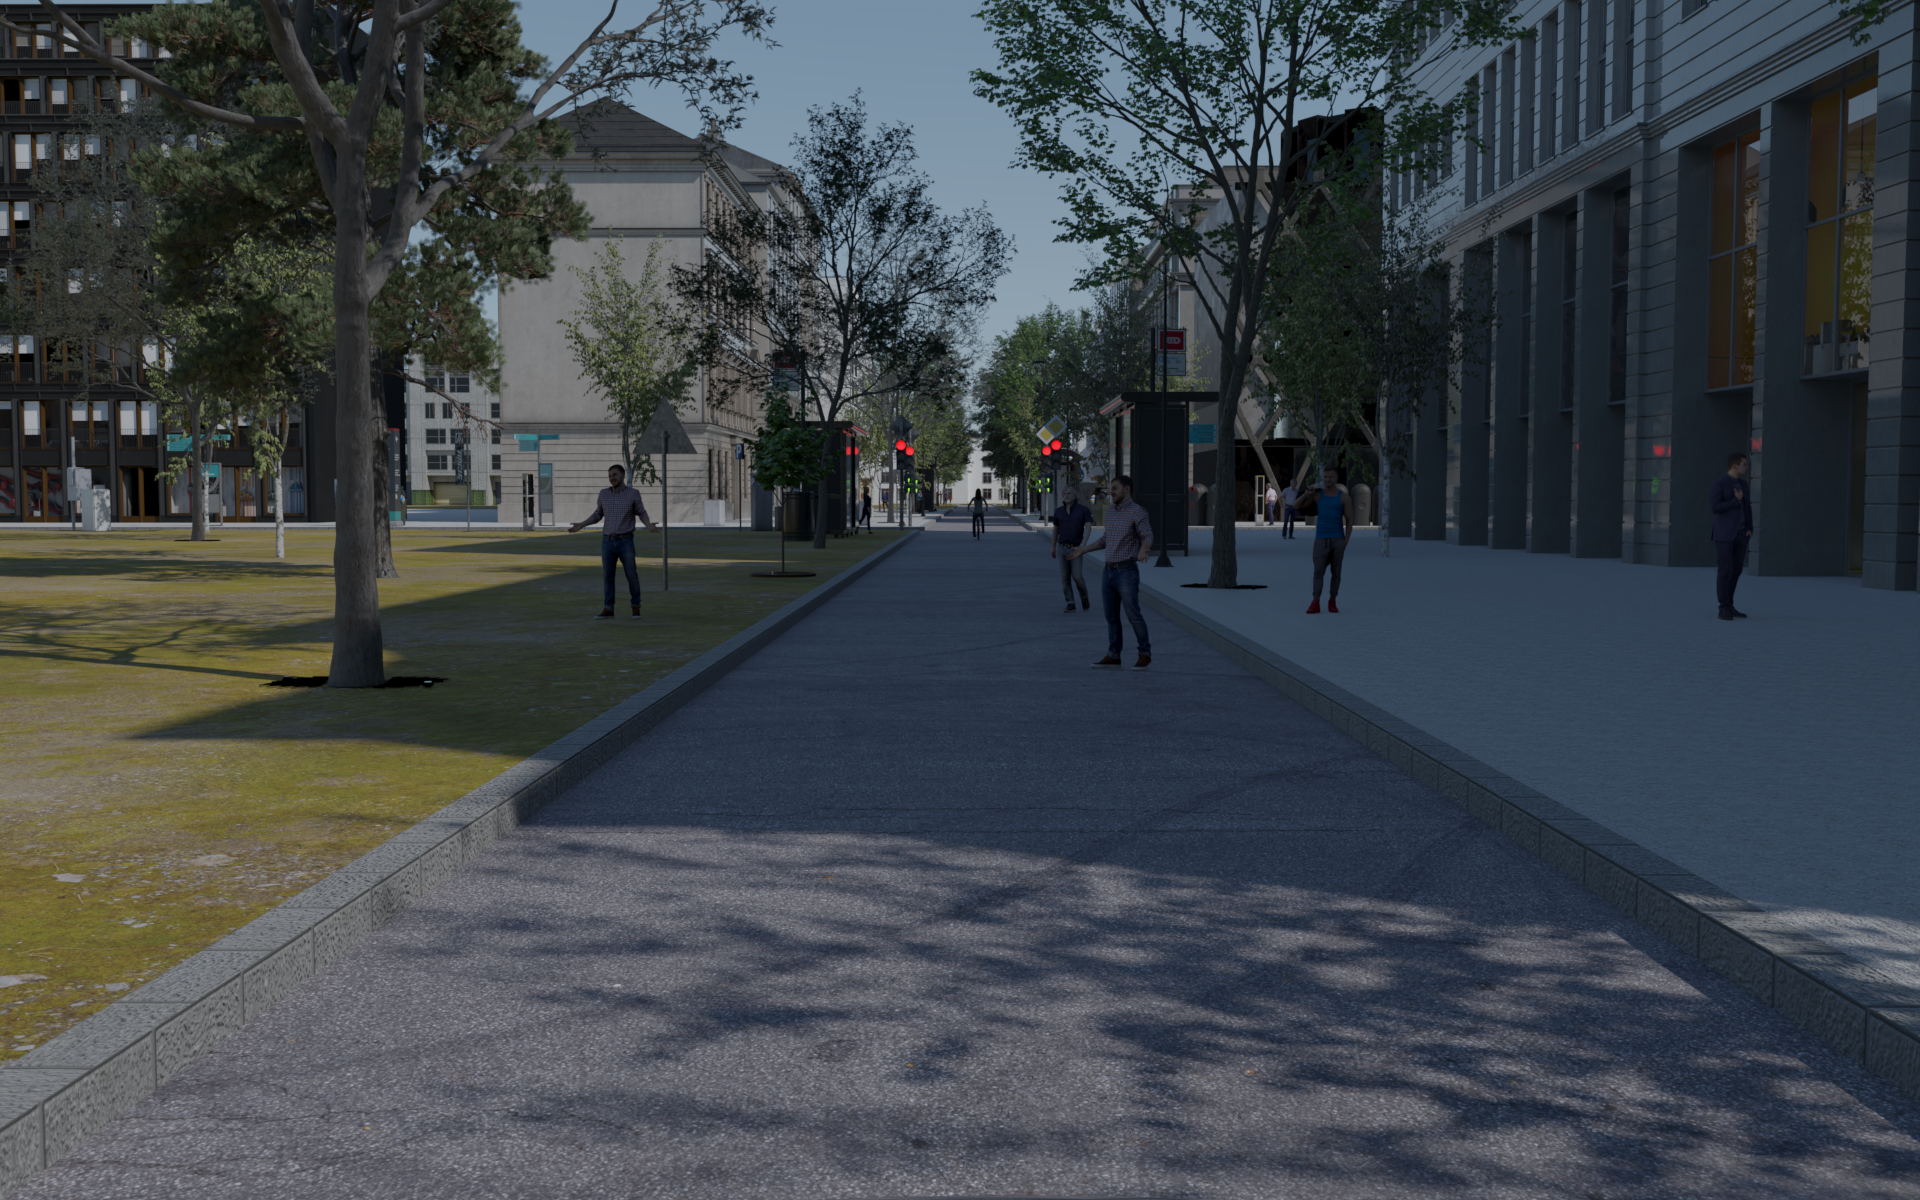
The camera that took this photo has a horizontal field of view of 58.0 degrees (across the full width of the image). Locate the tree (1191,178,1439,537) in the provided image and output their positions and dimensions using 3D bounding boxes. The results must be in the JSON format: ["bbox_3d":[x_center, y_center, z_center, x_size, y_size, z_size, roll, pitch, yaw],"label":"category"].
[{"bbox_3d":[8.776,-5.525,40.692,4.737,8.622,4.395,0,3,0],"label":"tree"}]

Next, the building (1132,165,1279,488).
[{"bbox_3d":[18.884,-16.605,113.291,13.314,21.916,24.055,0,4,0],"label":"building"}]

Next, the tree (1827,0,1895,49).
[{"bbox_3d":[7.126,-5.104,9.210,9.928,11.665,9.643,0,3,0],"label":"tree"}]

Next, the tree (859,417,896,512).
[{"bbox_3d":[-5.871,-10.740,125.958,4.360,8.622,3.978,0,3,0],"label":"tree"}]

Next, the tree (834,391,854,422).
[{"bbox_3d":[-6.812,-10.236,117.719,4.737,8.622,4.395,0,3,0],"label":"tree"}]

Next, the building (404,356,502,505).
[{"bbox_3d":[-53.539,-20.629,203.740,31.486,18.905,16.747,0,4,0],"label":"building"}]

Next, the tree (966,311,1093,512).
[{"bbox_3d":[4.848,-13.161,121.838,9.857,13.997,8.962,0,3,0],"label":"tree"}]

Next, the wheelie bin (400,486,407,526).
[{"bbox_3d":[-22.898,-3.816,70.292,0.980,1.594,0.693,1,4,12],"label":"wheelie bin"}]

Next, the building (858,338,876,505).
[{"bbox_3d":[-17.531,-20.654,194.115,16.016,20.091,11.380,0,4,0],"label":"building"}]

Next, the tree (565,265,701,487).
[{"bbox_3d":[-10.658,-6.510,56.800,4.360,8.622,3.978,0,3,0],"label":"tree"}]

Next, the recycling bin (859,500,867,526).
[{"bbox_3d":[-4.058,-3.529,70.259,0.722,1.027,0.722,0,4,1],"label":"recycling bin"}]

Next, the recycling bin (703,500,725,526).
[{"bbox_3d":[-9.898,-3.498,69.751,0.722,1.027,0.722,0,4,6],"label":"recycling bin"}]

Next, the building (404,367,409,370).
[{"bbox_3d":[-60.909,-24.828,249.912,32.646,21.610,27.936,0,4,0],"label":"building"}]

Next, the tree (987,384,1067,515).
[{"bbox_3d":[4.308,-9.575,106.911,4.737,8.622,4.395,0,3,0],"label":"tree"}]

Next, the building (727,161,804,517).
[{"bbox_3d":[-15.187,-15.660,105.196,9.793,20.994,18.267,0,4,0],"label":"building"}]

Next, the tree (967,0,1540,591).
[{"bbox_3d":[3.761,-5.964,23.262,9.928,11.665,9.643,0,3,0],"label":"tree"}]

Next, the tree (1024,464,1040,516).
[{"bbox_3d":[4.363,-6.562,101.897,1.663,3.219,1.824,0,3,0],"label":"tree"}]

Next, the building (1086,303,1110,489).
[{"bbox_3d":[21.081,-19.629,177.353,16.016,20.091,11.380,0,4,0],"label":"building"}]

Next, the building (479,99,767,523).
[{"bbox_3d":[-15.853,-13.527,85.799,10.561,19.102,19.286,0,4,0],"label":"building"}]

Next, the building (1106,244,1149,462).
[{"bbox_3d":[16.842,-17.450,134.459,9.793,20.994,18.267,0,4,0],"label":"building"}]

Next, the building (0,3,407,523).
[{"bbox_3d":[-36.394,-15.450,82.283,15.834,23.373,12.332,0,4,0],"label":"building"}]

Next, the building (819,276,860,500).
[{"bbox_3d":[-24.322,-19.367,160.626,27.936,21.610,32.646,0,4,0],"label":"building"}]

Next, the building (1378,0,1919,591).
[{"bbox_3d":[17.891,-15.853,36.688,11.434,29.767,29.804,0,4,0],"label":"building"}]

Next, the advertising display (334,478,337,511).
[{"bbox_3d":[-25.359,-3.996,70.548,0.123,1.923,0.974,-2,4,-26],"label":"advertising display"}]

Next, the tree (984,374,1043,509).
[{"bbox_3d":[5.143,-13.959,150.281,6.751,12.117,7.091,0,3,0],"label":"tree"}]

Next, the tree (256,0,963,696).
[{"bbox_3d":[-4.025,-6.177,11.366,12.009,13.543,11.850,0,3,0],"label":"tree"}]

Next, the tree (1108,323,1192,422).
[{"bbox_3d":[8.869,-7.610,74.783,4.737,8.622,4.395,0,3,0],"label":"tree"}]

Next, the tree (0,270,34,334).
[{"bbox_3d":[-22.647,-6.109,34.298,8.767,10.594,7.601,1,4,8],"label":"tree"}]

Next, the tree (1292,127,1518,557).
[{"bbox_3d":[8.875,-5.170,34.893,4.360,8.622,3.978,0,3,0],"label":"tree"}]

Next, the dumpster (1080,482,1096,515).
[{"bbox_3d":[6.120,-4.817,84.523,1.264,1.857,1.865,0,4,0],"label":"dumpster"}]

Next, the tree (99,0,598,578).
[{"bbox_3d":[-8.937,-6.368,26.173,6.751,12.117,7.091,0,3,0],"label":"tree"}]

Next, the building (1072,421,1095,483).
[{"bbox_3d":[17.960,-15.635,197.780,9.099,9.664,28.070,0,4,0],"label":"building"}]

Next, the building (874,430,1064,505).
[{"bbox_3d":[1.074,-18.219,240.030,28.070,9.664,9.099,0,4,0],"label":"building"}]

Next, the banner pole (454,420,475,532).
[{"bbox_3d":[-16.871,-4.208,58.814,0.863,3.779,0.401,2,4,33],"label":"banner pole"}]

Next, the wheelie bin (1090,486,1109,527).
[{"bbox_3d":[5.599,-3.688,68.213,0.980,1.594,0.693,-3,5,-43],"label":"wheelie bin"}]

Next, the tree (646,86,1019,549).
[{"bbox_3d":[-3.135,-6.472,40.224,8.767,10.594,7.601,-2,4,-34],"label":"tree"}]

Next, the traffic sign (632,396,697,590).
[{"bbox_3d":[-3.923,-1.407,23.005,0.884,2.594,0.081,0,4,8],"label":"traffic sign"}]

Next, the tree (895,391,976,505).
[{"bbox_3d":[-2.976,-15.011,163.560,7.486,12.596,7.792,0,3,0],"label":"tree"}]

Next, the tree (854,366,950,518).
[{"bbox_3d":[-2.979,-9.381,103.745,4.737,8.622,4.395,0,3,0],"label":"tree"}]

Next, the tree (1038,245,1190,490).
[{"bbox_3d":[4.414,-6.083,49.815,4.360,8.622,3.978,0,3,0],"label":"tree"}]

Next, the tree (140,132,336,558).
[{"bbox_3d":[-13.951,-5.154,34.624,4.737,8.622,4.395,0,3,0],"label":"tree"}]

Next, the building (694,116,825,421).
[{"bbox_3d":[-16.980,-20.147,126.664,12.463,27.353,25.104,0,4,0],"label":"building"}]

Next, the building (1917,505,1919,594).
[{"bbox_3d":[18.070,-10.290,10.046,13.314,21.916,24.055,0,4,0],"label":"building"}]

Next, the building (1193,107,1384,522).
[{"bbox_3d":[20.779,-13.248,84.060,16.811,18.784,16.820,0,4,0],"label":"building"}]

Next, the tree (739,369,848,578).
[{"bbox_3d":[-2.767,-1.973,26.853,1.663,3.219,1.824,0,3,0],"label":"tree"}]

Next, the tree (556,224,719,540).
[{"bbox_3d":[-8.963,-5.982,48.166,4.737,8.622,4.395,0,3,0],"label":"tree"}]
